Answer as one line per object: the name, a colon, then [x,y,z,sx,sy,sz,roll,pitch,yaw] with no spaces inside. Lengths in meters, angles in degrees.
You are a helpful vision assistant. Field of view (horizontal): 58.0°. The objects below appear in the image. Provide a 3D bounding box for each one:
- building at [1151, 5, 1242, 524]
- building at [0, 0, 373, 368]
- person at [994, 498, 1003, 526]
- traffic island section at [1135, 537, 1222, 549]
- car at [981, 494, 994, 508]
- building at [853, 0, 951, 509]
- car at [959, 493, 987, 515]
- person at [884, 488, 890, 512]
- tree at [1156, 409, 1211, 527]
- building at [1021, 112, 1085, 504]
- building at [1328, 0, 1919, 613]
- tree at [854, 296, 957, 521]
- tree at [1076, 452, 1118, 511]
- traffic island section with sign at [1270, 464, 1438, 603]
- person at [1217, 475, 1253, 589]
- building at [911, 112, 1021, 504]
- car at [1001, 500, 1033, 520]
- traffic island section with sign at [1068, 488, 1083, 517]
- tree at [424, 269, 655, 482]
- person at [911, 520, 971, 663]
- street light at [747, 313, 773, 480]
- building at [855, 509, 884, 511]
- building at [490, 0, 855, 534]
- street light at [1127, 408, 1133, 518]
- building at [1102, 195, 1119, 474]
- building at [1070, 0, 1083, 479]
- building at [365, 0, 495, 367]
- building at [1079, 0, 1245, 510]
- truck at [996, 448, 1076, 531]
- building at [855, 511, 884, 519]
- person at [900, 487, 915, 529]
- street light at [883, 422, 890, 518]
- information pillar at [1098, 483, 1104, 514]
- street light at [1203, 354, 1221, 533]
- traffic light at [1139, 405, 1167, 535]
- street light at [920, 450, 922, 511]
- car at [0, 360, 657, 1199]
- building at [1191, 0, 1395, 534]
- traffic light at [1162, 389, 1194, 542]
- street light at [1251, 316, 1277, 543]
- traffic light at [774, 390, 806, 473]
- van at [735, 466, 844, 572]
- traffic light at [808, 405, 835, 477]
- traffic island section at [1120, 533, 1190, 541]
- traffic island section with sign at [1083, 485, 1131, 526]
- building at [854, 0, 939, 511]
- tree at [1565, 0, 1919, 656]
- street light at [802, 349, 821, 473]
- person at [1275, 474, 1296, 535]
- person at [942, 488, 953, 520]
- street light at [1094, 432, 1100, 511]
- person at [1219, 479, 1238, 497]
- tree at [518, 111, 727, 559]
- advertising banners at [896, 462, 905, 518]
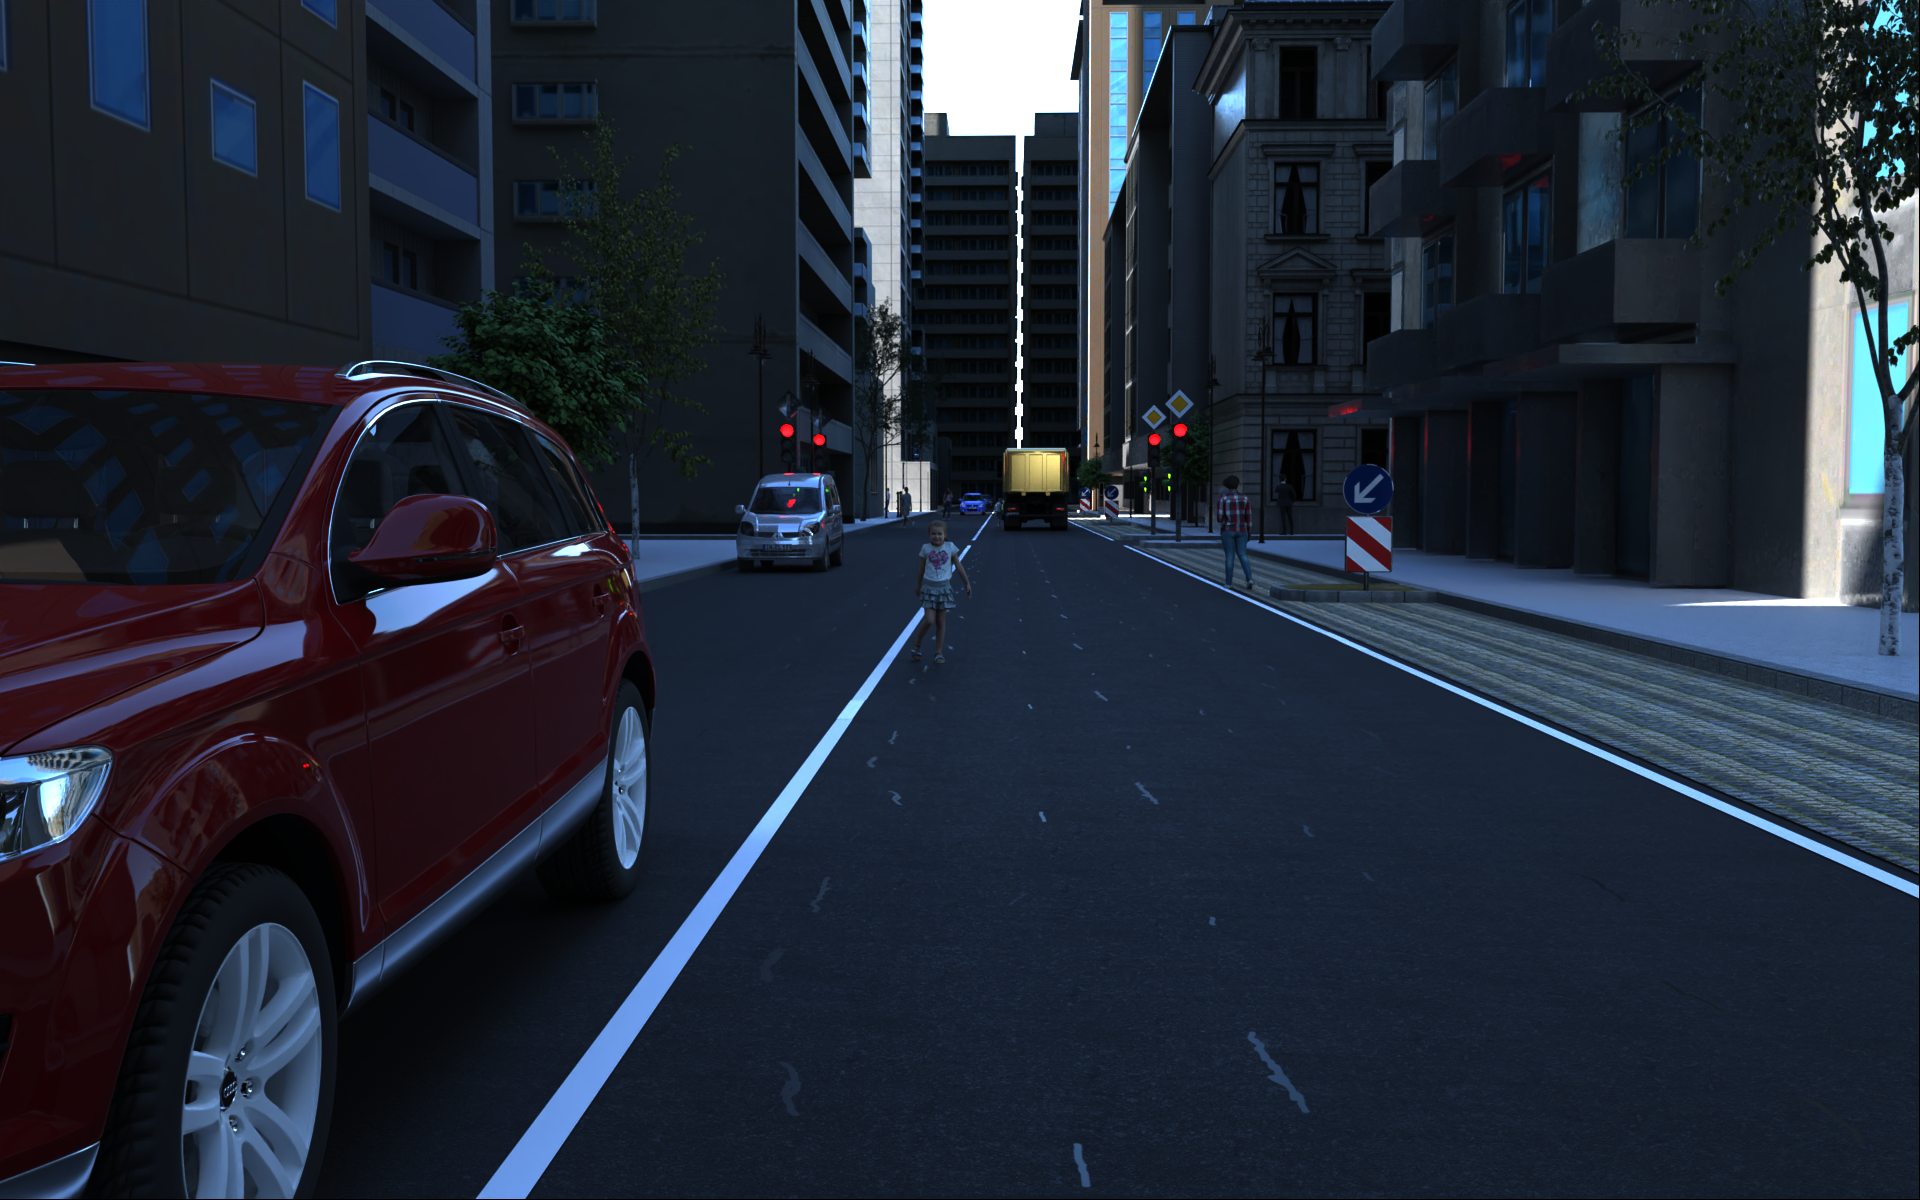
building: [16.037,-16.222,84.292,14.314,24.678,30.058,0,4,2]
building: [-15.670,-22.453,17.223,14.600,45.320,14.200,0,4,2]
person: [1.739,-3.960,77.931,0.352,1.250,0.332,-2,4,-25]
traffic island section: [5.896,-1.488,46.611,2.009,0.180,2.903,0,4,2]
car: [2.510,-10.234,179.322,2.014,1.417,4.499,0,3,0]
building: [-16.814,-53.907,194.052,31.000,86.520,22.319,0,4,2]
car: [0.891,-6.637,118.100,1.945,1.707,3.694,0,4,2]
person: [-5.298,-7.240,125.096,0.598,1.740,0.731,-2,4,-24]
tree: [9.157,-5.101,67.118,4.285,4.588,4.351,0,3,0]
building: [18.599,-36.656,223.026,21.600,48.544,21.300,0,4,2]
building: [20.109,-25.090,29.827,23.786,49.044,30.456,0,4,2]
tree: [-4.297,-8.998,81.533,7.601,10.594,8.767,2,4,28]
tree: [10.556,-9.122,132.860,4.285,4.588,4.351,0,3,0]
traffic island section with sign: [5.295,-0.916,23.612,1.989,1.847,2.006,0,4,2]
person: [4.135,-1.024,26.075,0.563,1.720,0.643,-1,4,-10]
building: [-3.375,-36.680,223.411,21.600,48.544,21.300,0,4,2]
car: [3.254,-5.398,97.052,1.959,1.807,4.718,0,4,3]
traffic island section with sign: [7.500,-5.963,106.128,1.989,1.847,2.006,0,4,2]
tree: [-6.228,-2.549,25.394,4.285,4.588,4.351,0,3,0]
person: [-0.161,-0.081,14.838,0.505,1.210,0.382,0,4,-6]
street light: [-5.098,-4.377,44.359,0.468,5.910,1.993,0,4,2]
building: [-13.129,-52.151,165.344,22.319,86.520,31.000,0,4,2]
building: [-15.520,-26.940,64.172,21.300,48.544,21.600,0,4,2]
street light: [9.216,-7.369,93.271,0.468,5.910,1.993,0,4,2]
building: [17.302,-18.064,114.418,14.314,24.678,30.058,0,4,2]
building: [26.862,-36.758,190.229,28.713,52.752,27.495,0,4,2]
building: [-24.423,-30.020,32.833,28.212,58.520,21.231,0,4,2]
building: [17.205,-30.069,141.731,14.600,45.320,14.200,0,4,2]
truck: [3.143,-4.630,71.619,3.469,3.379,9.791,0,4,3]
building: [-15.441,-48.348,103.169,22.319,86.520,31.000,0,4,2]
person: [-2.176,-3.816,71.638,0.760,1.731,0.466,2,4,28]
street light: [-3.907,-7.269,91.633,0.468,5.910,1.993,0,4,2]
information pillar: [9.172,-6.613,112.620,0.304,2.012,0.304,0,4,-7]
street light: [8.287,-5.156,57.087,0.468,5.910,1.993,0,4,2]
traffic light: [6.071,-4.010,54.480,0.839,4.253,0.868,0,4,2]
street light: [-2.891,-9.466,127.553,0.468,5.910,1.993,0,4,2]
car: [-2.196,0.244,4.680,2.281,1.827,5.304,0,4,1]
building: [18.071,-11.890,59.028,19.286,19.102,10.561,0,4,2]
traffic light: [5.856,-3.522,46.498,0.839,4.253,0.868,0,4,2]
street light: [7.872,-4.418,45.021,0.468,5.910,1.993,0,4,2]
traffic light: [-4.601,-3.538,46.761,0.839,4.253,0.868,0,4,2]
van: [-3.224,-1.609,33.311,2.013,2.044,4.112,0,4,2]
traffic light: [-4.387,-4.026,54.744,0.839,4.253,0.868,0,4,2]
traffic island section: [6.110,-1.976,54.593,2.009,0.180,2.903,0,4,2]
traffic island section with sign: [6.775,-4.315,79.183,1.989,1.847,2.006,0,4,2]
building: [-12.180,-42.864,139.083,20.563,71.187,20.611,0,4,2]
tree: [7.190,-3.861,13.489,4.360,8.622,3.978,0,3,0]
street light: [-4.725,-5.047,55.298,0.468,5.910,1.993,0,4,2]
person: [10.166,-2.984,54.197,0.648,1.900,0.474,0,4,-6]
person: [-0.728,-5.259,95.068,0.593,1.750,0.643,-1,4,-13]
street light: [10.185,-9.566,129.192,0.468,5.910,1.993,0,4,2]
person: [8.430,-2.904,53.882,0.716,1.782,0.532,1,4,17]
tree: [-6.367,-5.091,33.608,4.737,8.622,4.395,0,3,0]
advertising banners: [-3.235,-6.030,94.782,0.090,3.025,2.074,1,4,10]
